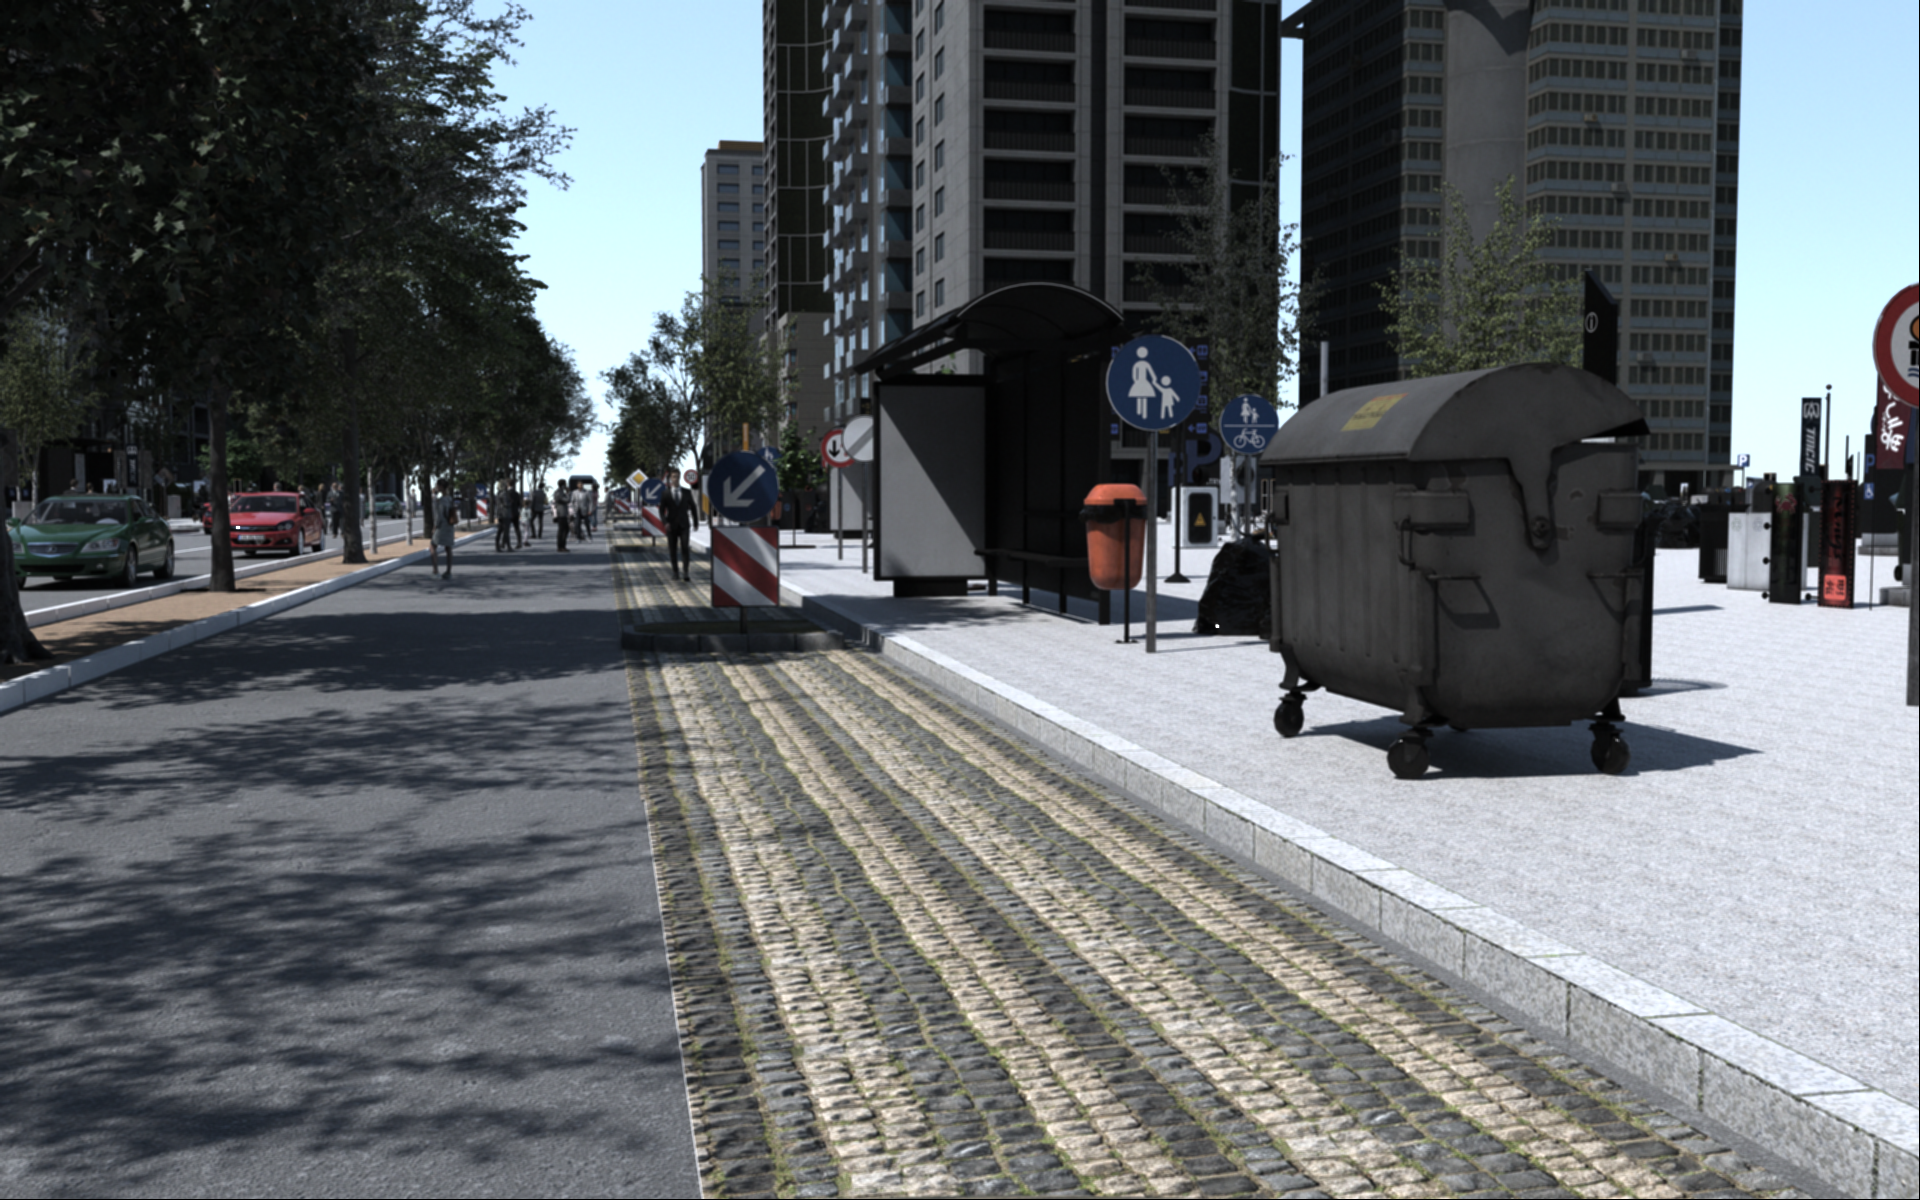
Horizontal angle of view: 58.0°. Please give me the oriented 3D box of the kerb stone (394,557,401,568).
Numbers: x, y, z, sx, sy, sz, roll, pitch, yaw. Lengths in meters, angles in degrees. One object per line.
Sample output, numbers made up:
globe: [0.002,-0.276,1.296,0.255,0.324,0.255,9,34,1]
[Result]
kerb stone: [-10.952,-0.686,33.417,0.120,0.150,1.000,-1,4,-12]

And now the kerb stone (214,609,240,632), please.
kerb stone: [-7.828,0.234,18.366,0.120,0.150,1.000,-1,4,-12]

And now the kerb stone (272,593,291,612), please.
kerb stone: [-8.448,0.050,21.382,0.120,0.150,1.000,-1,4,-12]

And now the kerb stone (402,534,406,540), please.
kerb stone: [-17.172,-1.883,53.047,0.120,0.150,1.000,-1,4,-12]

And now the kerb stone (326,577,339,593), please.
kerb stone: [-9.280,-0.196,25.399,0.120,0.150,1.000,-1,4,-12]

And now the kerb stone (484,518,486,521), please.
kerb stone: [-24.804,-4.127,89.760,0.120,0.150,1.000,-1,4,-12]

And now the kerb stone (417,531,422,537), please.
kerb stone: [-18.217,-2.193,58.058,0.120,0.150,1.000,-1,4,-12]

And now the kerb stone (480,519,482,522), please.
kerb stone: [-24.178,-3.948,86.746,0.120,0.150,1.000,-1,4,-12]

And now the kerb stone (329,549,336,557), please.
kerb stone: [-14.252,-1.027,38.991,0.120,0.150,1.000,-1,4,-12]

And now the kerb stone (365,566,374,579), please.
kerb stone: [-10.117,-0.441,29.410,0.120,0.150,1.000,-1,4,-12]

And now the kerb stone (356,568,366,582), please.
kerb stone: [-9.911,-0.380,28.409,0.120,0.150,1.000,-1,4,-12]

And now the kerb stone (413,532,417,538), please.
kerb stone: [-17.787,-2.071,56.051,0.120,0.150,1.000,-1,4,-12]

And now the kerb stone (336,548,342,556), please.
kerb stone: [-14.463,-1.088,39.991,0.120,0.150,1.000,-1,4,-12]

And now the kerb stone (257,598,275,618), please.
kerb stone: [-8.244,0.115,20.380,0.120,0.150,1.000,-1,4,-12]

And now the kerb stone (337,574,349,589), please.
kerb stone: [-9.493,-0.257,26.403,0.120,0.150,1.000,-1,4,-12]

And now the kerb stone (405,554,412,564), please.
kerb stone: [-11.368,-0.807,35.419,0.120,0.150,1.000,-1,4,-12]

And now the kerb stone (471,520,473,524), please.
kerb stone: [-22.921,-3.579,80.712,0.120,0.150,1.000,-1,4,-12]

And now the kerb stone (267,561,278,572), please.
kerb stone: [-12.792,-0.595,31.960,0.120,0.150,1.000,-1,4,-12]

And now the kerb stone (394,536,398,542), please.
kerb stone: [-16.753,-1.763,51.042,0.120,0.150,1.000,-1,4,-12]

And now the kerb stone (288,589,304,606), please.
kerb stone: [-8.655,-0.011,22.383,0.120,0.150,1.000,-1,4,-12]

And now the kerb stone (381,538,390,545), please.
kerb stone: [-16.337,-1.636,49.037,0.120,0.150,1.000,-1,4,-12]

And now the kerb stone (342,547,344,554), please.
kerb stone: [-14.679,-1.145,40.990,0.120,0.150,1.000,-1,4,-12]

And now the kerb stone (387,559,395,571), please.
kerb stone: [-10.740,-0.625,32.416,0.120,0.150,1.000,-1,4,-12]

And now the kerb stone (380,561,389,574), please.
kerb stone: [-10.531,-0.564,31.415,0.120,0.150,1.000,-1,4,-12]

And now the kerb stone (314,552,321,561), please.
kerb stone: [-13.847,-0.899,36.986,0.120,0.150,1.000,-1,4,-12]

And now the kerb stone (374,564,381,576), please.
kerb stone: [-10.329,-0.502,30.410,0.120,0.150,1.000,-1,4,-12]

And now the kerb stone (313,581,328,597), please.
kerb stone: [-9.077,-0.134,24.389,0.120,0.150,1.000,-1,4,-12]

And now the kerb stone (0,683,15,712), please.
kerb stone: [-6.368,0.666,11.356,0.120,0.150,1.000,-1,4,-12]

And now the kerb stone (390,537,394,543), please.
kerb stone: [-16.545,-1.703,50.041,0.120,0.150,1.000,-1,4,-12]

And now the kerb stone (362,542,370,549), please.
kerb stone: [-15.718,-1.457,46.014,0.120,0.150,1.000,-1,4,-12]

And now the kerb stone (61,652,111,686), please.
kerb stone: [-6.778,0.542,13.362,0.120,0.150,1.000,-1,4,-12]

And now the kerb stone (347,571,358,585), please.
kerb stone: [-9.699,-0.317,27.409,0.120,0.150,1.000,-1,4,-12]

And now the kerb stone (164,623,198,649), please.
kerb stone: [-7.409,0.357,16.365,0.120,0.150,1.000,-1,4,-12]

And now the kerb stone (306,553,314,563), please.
kerb stone: [-13.628,-0.843,35.986,0.120,0.150,1.000,-1,4,-12]

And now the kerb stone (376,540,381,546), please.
kerb stone: [-15.927,-1.516,47.018,0.120,0.150,1.000,-1,4,-12]

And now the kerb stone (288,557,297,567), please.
kerb stone: [-13.204,-0.716,33.982,0.120,0.150,1.000,-1,4,-12]

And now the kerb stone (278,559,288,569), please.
kerb stone: [-13.001,-0.659,32.972,0.120,0.150,1.000,-1,4,-12]

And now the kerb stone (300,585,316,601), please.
kerb stone: [-8.875,-0.071,23.384,0.120,0.150,1.000,-1,4,-12]

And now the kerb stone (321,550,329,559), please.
kerb stone: [-14.048,-0.963,37.988,0.120,0.150,1.000,-1,4,-12]

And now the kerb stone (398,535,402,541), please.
kerb stone: [-16.967,-1.825,52.042,0.120,0.150,1.000,-1,4,-12]

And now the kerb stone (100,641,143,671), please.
kerb stone: [-6.993,0.479,14.362,0.120,0.150,1.000,-1,4,-12]

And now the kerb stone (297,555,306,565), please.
kerb stone: [-13.419,-0.782,34.981,0.120,0.150,1.000,-1,4,-12]

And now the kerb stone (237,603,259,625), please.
kerb stone: [-8.028,0.173,19.373,0.120,0.150,1.000,-1,4,-12]

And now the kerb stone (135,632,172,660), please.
kerb stone: [-7.203,0.418,15.362,0.120,0.150,1.000,-1,4,-12]

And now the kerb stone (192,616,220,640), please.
kerb stone: [-7.617,0.295,17.366,0.120,0.150,1.000,-1,4,-12]

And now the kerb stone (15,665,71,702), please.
kerb stone: [-6.574,0.603,12.357,0.120,0.150,1.000,-1,4,-12]

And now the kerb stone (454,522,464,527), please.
kerb stone: [-21.877,-3.271,75.674,0.120,0.150,1.000,-1,4,-12]

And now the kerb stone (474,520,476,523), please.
kerb stone: [-23.346,-3.700,82.722,0.120,0.150,1.000,-1,4,-12]

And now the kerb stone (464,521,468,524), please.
kerb stone: [-22.292,-3.394,77.690,0.120,0.150,1.000,-1,4,-12]

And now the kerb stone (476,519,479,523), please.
kerb stone: [-23.758,-3.825,84.735,0.120,0.150,1.000,-1,4,-12]

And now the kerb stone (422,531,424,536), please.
kerb stone: [-18.430,-2.250,59.058,0.120,0.150,1.000,-1,4,-12]

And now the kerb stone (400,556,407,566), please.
kerb stone: [-11.162,-0.745,34.418,0.120,0.150,1.000,-1,4,-12]
